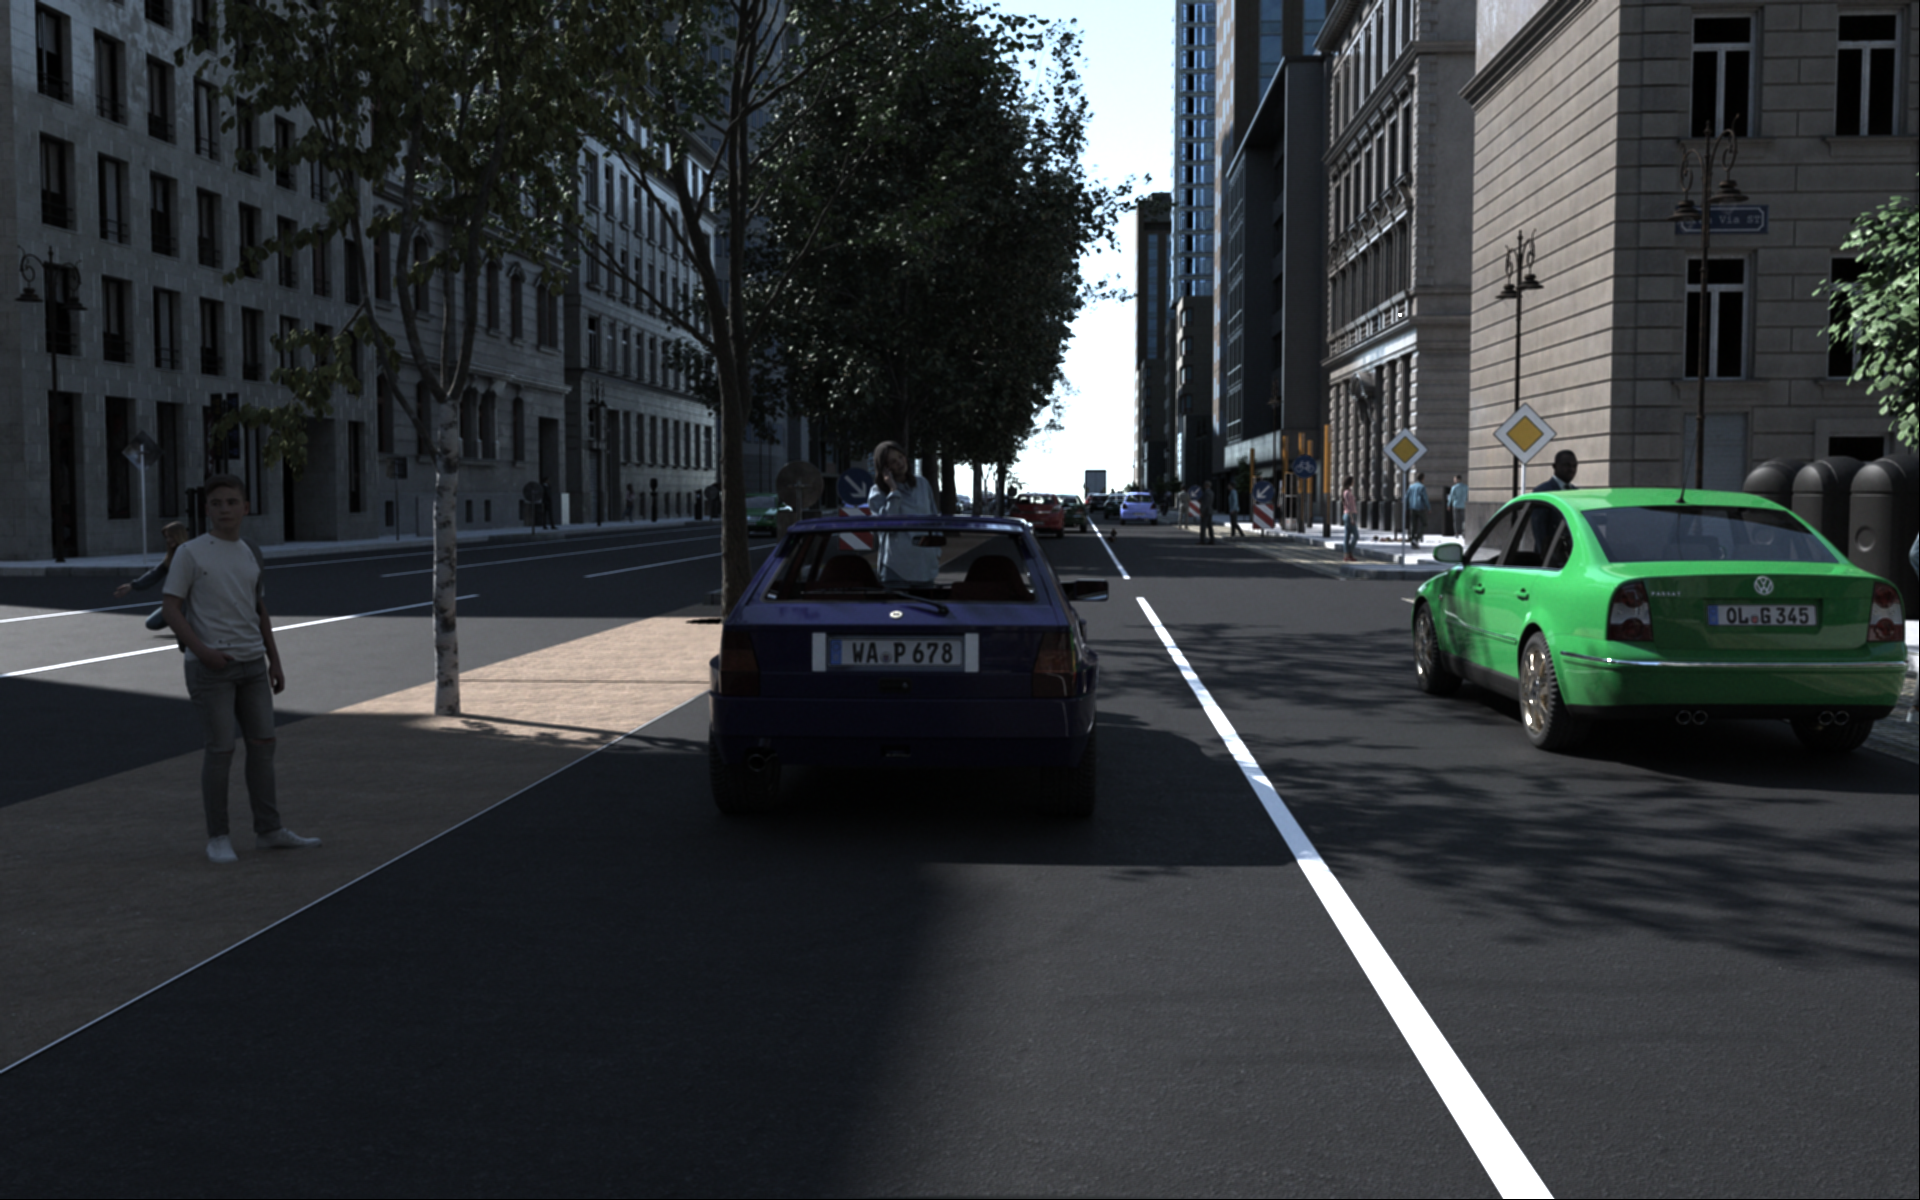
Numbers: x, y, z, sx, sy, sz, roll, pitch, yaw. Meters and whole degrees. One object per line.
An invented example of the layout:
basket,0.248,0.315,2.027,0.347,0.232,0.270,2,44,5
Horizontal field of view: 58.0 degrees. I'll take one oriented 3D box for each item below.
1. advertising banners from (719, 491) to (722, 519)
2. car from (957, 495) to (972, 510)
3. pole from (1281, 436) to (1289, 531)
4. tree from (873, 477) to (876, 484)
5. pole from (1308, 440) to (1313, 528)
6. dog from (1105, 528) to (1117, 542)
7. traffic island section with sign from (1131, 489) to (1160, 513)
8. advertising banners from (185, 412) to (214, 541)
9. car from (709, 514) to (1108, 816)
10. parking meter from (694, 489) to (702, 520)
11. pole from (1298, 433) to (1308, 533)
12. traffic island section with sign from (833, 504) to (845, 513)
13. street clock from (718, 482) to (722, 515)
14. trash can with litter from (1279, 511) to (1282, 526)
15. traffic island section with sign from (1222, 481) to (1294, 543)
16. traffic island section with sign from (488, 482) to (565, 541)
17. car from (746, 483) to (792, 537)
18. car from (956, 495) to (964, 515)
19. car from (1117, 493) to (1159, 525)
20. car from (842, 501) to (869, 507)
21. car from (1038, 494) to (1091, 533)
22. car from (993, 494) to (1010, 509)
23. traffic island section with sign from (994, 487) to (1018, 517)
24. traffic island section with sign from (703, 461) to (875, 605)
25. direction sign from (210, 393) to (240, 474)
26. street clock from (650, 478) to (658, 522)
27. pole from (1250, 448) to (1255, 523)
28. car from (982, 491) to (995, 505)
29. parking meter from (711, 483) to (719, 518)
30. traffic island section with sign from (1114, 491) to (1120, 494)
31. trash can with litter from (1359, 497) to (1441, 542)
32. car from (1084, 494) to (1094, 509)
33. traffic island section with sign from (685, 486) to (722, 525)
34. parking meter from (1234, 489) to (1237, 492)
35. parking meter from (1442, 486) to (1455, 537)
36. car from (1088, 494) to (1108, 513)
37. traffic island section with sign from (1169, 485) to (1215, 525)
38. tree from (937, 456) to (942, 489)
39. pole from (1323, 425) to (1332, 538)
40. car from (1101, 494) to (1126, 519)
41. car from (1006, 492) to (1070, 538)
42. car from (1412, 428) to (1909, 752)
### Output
advertising banners,-12.554,-5.827,91.458,0.090,3.025,2.074,0,4,1
car,0.132,-9.136,161.733,2.083,1.381,4.827,0,4,4
pole,11.413,-4.096,60.808,0.158,3.312,0.155,0,3,0
tree,-8.086,-10.648,168.697,1.663,3.219,1.824,0,3,0
pole,13.232,-4.383,65.507,0.158,3.312,0.155,0,3,0
dog,4.480,-1.936,51.840,0.748,0.427,0.550,-2,4,-32
traffic island section with sign,13.973,-7.427,130.054,1.989,1.847,2.006,0,4,4
advertising banners,-16.570,-2.544,37.782,0.090,3.025,2.074,-3,5,-39
car,-0.179,0.214,9.086,1.945,1.354,3.894,0,4,3
parking meter,-12.917,-4.716,85.512,0.372,1.533,0.369,0,3,0
pole,11.348,-3.898,57.568,0.158,3.312,0.155,0,3,0
traffic island section with sign,-8.468,-7.455,130.510,1.989,1.847,2.006,0,4,4
street clock,-14.693,-6.254,106.821,0.471,2.002,0.358,-1,4,-15
trash can with litter,13.028,-3.513,68.817,0.624,1.170,1.055,1,4,18
traffic island section with sign,8.850,-2.632,51.659,1.989,1.847,2.006,0,4,4
traffic island section with sign,-13.462,-2.783,54.123,1.989,1.847,2.006,0,4,4
car,-6.763,-3.047,58.620,1.959,1.807,4.718,0,4,3
car,-0.792,-5.167,96.280,2.131,1.459,4.920,0,4,3
car,8.302,-4.343,80.596,1.945,1.707,3.694,0,4,5
car,-4.892,-4.705,86.522,1.945,1.707,3.694,0,4,4
car,3.887,-3.283,65.478,2.131,1.459,4.920,0,4,4
car,3.944,-9.177,162.038,2.014,1.417,4.499,0,4,4
traffic island section with sign,3.143,-5.952,105.448,2.006,1.907,1.989,0,4,4
traffic island section with sign,-2.238,-0.914,23.077,2.006,1.907,1.989,0,4,4
direction sign,-16.537,-2.877,39.039,0.876,3.537,0.379,2,4,27
street clock,-14.150,-4.616,80.034,0.358,2.002,0.471,-2,4,-24
pole,13.056,-5.112,77.426,0.158,3.312,0.155,0,3,0
car,2.844,-11.248,192.575,2.281,1.827,5.304,0,4,5
parking meter,-13.051,-5.289,92.179,0.255,1.863,0.399,-3,5,-44
traffic island section with sign,21.110,-14.110,239.323,1.989,1.847,2.006,0,4,4
trash can with litter,11.745,-2.182,46.734,1.678,1.210,2.233,-2,4,-30
car,13.224,-9.850,170.085,2.155,1.783,4.494,0,4,4
traffic island section with sign,-11.704,-4.428,81.021,1.989,1.847,2.006,0,4,4
parking meter,15.014,-5.291,94.916,0.372,1.533,0.369,0,3,0
parking meter,14.798,-2.692,52.431,0.372,1.533,0.369,0,3,0
car,10.776,-7.496,132.338,2.009,1.686,4.222,0,4,5
traffic island section with sign,10.698,-4.363,79.960,1.989,1.847,2.006,0,4,4
tree,-2.647,-18.797,257.685,4.360,8.622,3.978,0,3,0
pole,10.813,-3.494,50.962,0.158,3.312,0.155,0,3,0
car,9.302,-5.442,100.768,2.131,1.459,4.920,0,4,4
car,2.570,-2.969,57.586,2.155,1.783,4.494,0,4,4
car,4.150,-0.136,11.021,1.959,1.807,4.718,0,4,2
